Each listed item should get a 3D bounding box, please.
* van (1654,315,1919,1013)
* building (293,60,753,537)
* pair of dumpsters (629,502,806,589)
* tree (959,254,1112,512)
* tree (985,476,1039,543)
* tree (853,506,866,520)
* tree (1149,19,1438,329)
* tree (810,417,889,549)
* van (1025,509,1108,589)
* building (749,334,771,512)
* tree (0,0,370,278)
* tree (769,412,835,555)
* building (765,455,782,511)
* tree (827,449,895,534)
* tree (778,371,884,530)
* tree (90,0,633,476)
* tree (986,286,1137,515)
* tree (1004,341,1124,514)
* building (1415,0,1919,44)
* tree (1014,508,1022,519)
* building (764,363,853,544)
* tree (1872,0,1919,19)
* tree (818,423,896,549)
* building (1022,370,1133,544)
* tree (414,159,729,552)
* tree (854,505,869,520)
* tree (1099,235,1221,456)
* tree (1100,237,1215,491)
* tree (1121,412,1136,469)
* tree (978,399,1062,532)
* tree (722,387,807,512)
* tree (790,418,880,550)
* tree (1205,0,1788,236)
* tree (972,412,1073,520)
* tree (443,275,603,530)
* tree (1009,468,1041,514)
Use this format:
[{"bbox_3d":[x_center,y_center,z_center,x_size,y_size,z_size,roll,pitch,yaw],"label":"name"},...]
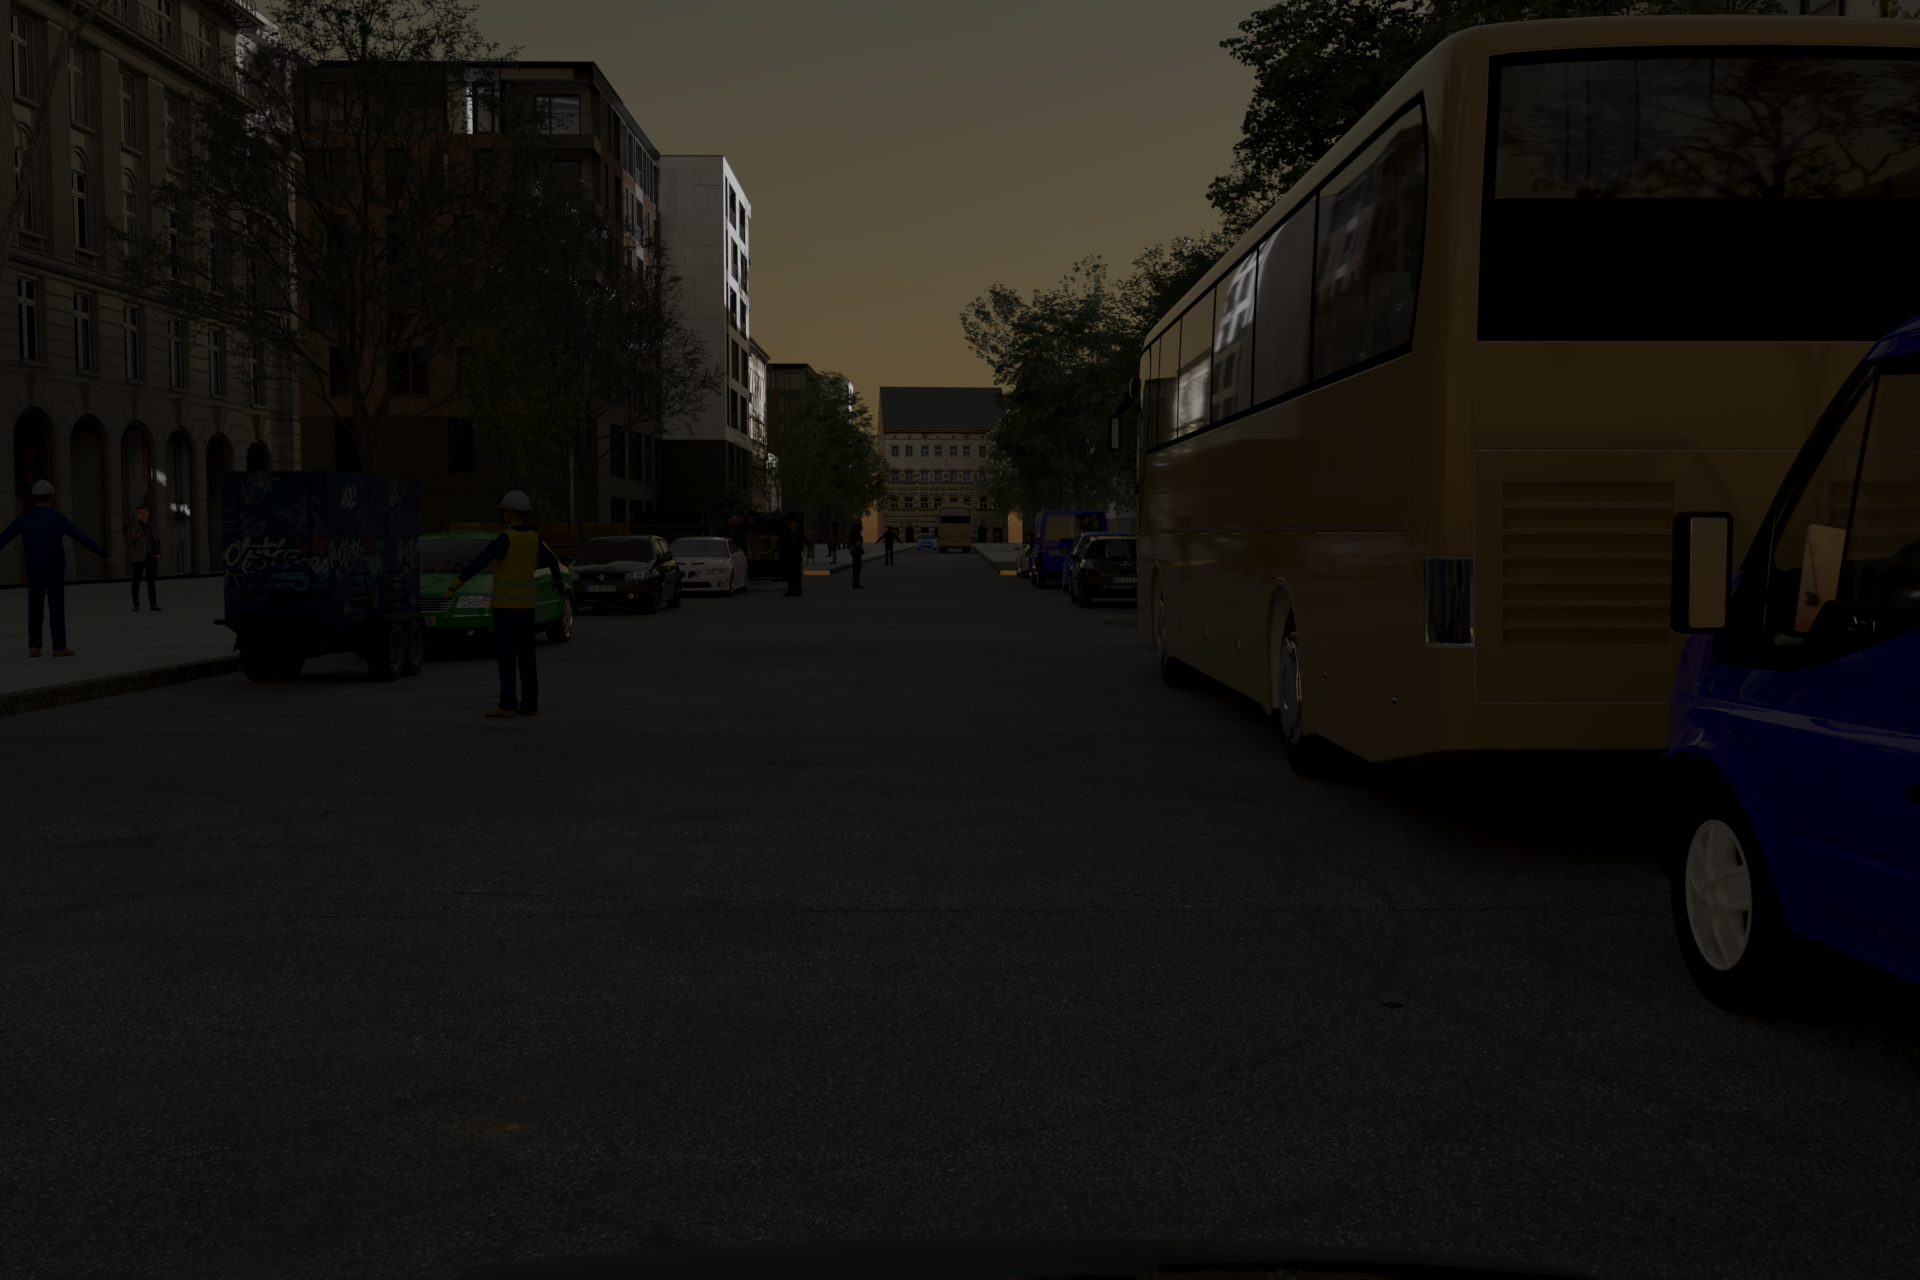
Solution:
[{"bbox_3d":[3.204,0.057,3.450,2.240,2.365,5.245,0,3,0],"label":"van"},{"bbox_3d":[-26.596,-15.132,91.377,27.936,21.610,32.646,0,4,-1],"label":"building"},{"bbox_3d":[-6.193,-2.409,44.336,4.436,2.255,1.574,0,4,0],"label":"pair of dumpsters"},{"bbox_3d":[6.976,-15.954,116.734,12.611,20.169,13.585,0,3,0],"label":"tree"},{"bbox_3d":[6.274,-15.264,167.686,7.486,12.596,7.792,0,3,0],"label":"tree"},{"bbox_3d":[-14.513,-18.574,254.052,4.360,8.622,3.978,0,3,0],"label":"tree"},{"bbox_3d":[9.594,-7.972,40.715,12.009,13.543,11.850,0,3,0],"label":"tree"},{"bbox_3d":[-9.951,-13.939,153.658,9.928,11.665,9.643,0,3,0],"label":"tree"},{"bbox_3d":[2.945,-2.613,47.106,2.240,2.365,5.245,0,4,0],"label":"van"},{"bbox_3d":[-25.767,-18.851,139.139,19.493,23.208,18.063,0,4,-1],"label":"building"},{"bbox_3d":[-11.522,-9.995,19.302,12.611,20.169,13.585,0,3,0],"label":"tree"},{"bbox_3d":[-9.473,-9.435,104.629,4.737,8.622,4.395,0,3,0],"label":"tree"},{"bbox_3d":[-24.223,-15.280,191.968,9.099,9.664,28.070,0,4,1],"label":"building"},{"bbox_3d":[-9.796,-14.061,164.313,7.601,10.594,8.767,-1,4,-16],"label":"tree"},{"bbox_3d":[-9.340,-12.394,120.765,7.486,12.596,7.792,0,3,0],"label":"tree"},{"bbox_3d":[-12.251,-7.670,35.770,12.009,13.543,11.850,0,3,0],"label":"tree"},{"bbox_3d":[6.027,-11.110,88.298,9.857,13.997,8.962,0,3,0],"label":"tree"},{"bbox_3d":[5.930,-11.266,102.327,7.486,12.596,7.792,0,3,0],"label":"tree"},{"bbox_3d":[28.181,-14.948,50.965,21.656,26.213,47.522,0,3,0],"label":"building"},{"bbox_3d":[11.053,-19.411,251.787,7.601,10.594,8.767,0,4,2],"label":"tree"},{"bbox_3d":[-28.697,-23.213,223.500,27.936,21.610,32.646,0,3,0],"label":"building"},{"bbox_3d":[8.904,-3.859,13.452,4.737,8.622,4.395,0,3,0],"label":"tree"},{"bbox_3d":[-9.759,-12.913,145.545,8.767,10.594,7.601,-1,4,-10],"label":"tree"},{"bbox_3d":[22.130,-23.609,229.982,27.936,21.610,32.646,0,4,0],"label":"building"},{"bbox_3d":[-12.854,-9.021,57.869,12.009,13.543,11.850,0,3,0],"label":"tree"},{"bbox_3d":[-14.543,-18.841,258.411,4.360,8.622,3.978,0,3,0],"label":"tree"},{"bbox_3d":[8.646,-8.193,59.705,9.928,11.665,9.643,0,3,0],"label":"tree"},{"bbox_3d":[11.011,-10.339,75.698,9.857,13.997,8.962,0,3,0],"label":"tree"},{"bbox_3d":[8.439,-7.159,67.415,4.737,8.622,4.395,0,3,0],"label":"tree"},{"bbox_3d":[5.169,-13.628,140.951,7.486,12.596,7.792,0,3,0],"label":"tree"},{"bbox_3d":[-9.176,-8.318,86.359,4.360,8.622,3.978,0,3,0],"label":"tree"},{"bbox_3d":[-9.870,-12.348,136.300,7.601,10.594,8.767,0,4,-4],"label":"tree"},{"bbox_3d":[8.785,-7.470,28.782,9.857,13.997,8.962,0,3,0],"label":"tree"},{"bbox_3d":[6.497,-14.884,153.719,12.009,13.543,11.850,0,3,0],"label":"tree"},{"bbox_3d":[-12.548,-6.021,48.809,4.737,8.622,4.395,0,3,0],"label":"tree"},{"bbox_3d":[6.270,-10.855,127.837,4.360,8.622,3.978,0,3,0],"label":"tree"}]
